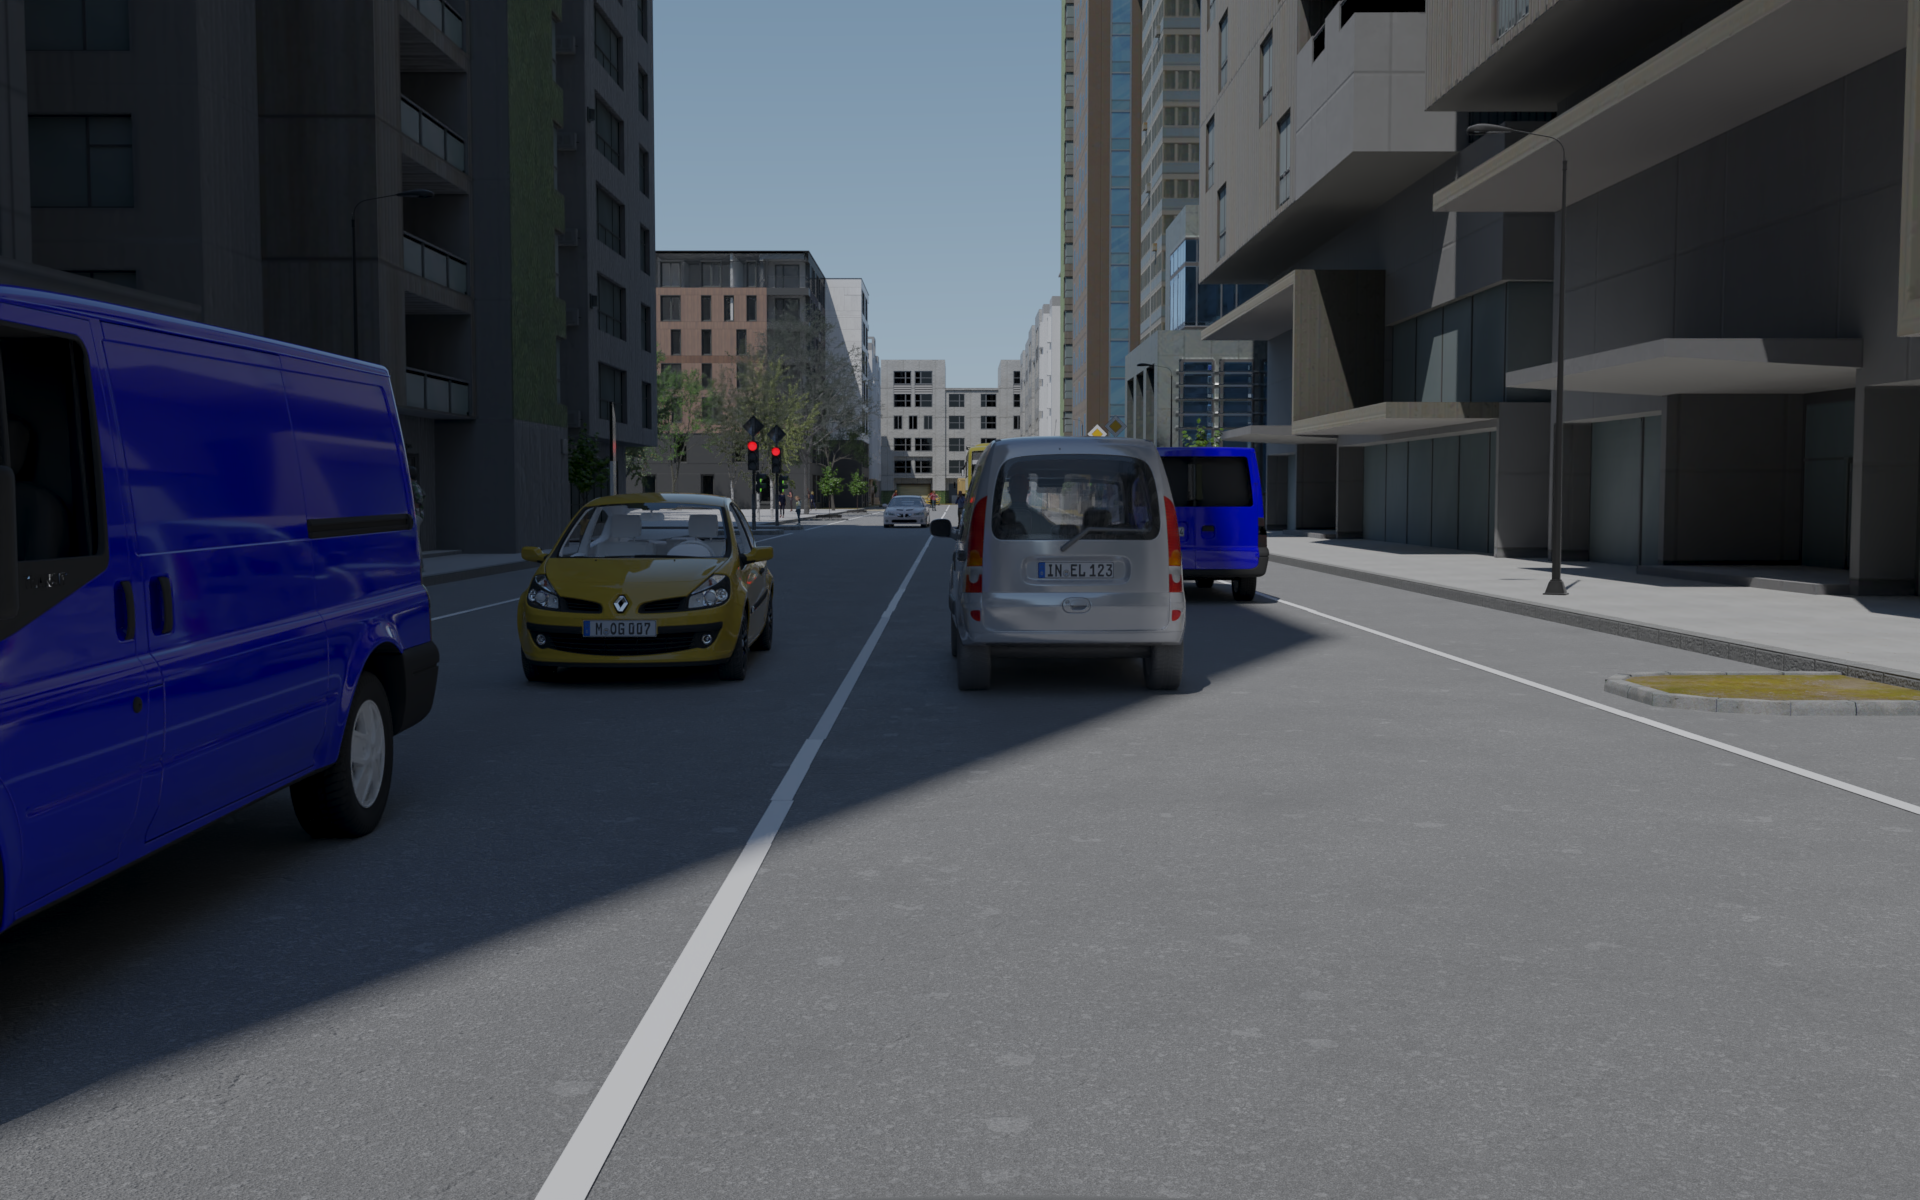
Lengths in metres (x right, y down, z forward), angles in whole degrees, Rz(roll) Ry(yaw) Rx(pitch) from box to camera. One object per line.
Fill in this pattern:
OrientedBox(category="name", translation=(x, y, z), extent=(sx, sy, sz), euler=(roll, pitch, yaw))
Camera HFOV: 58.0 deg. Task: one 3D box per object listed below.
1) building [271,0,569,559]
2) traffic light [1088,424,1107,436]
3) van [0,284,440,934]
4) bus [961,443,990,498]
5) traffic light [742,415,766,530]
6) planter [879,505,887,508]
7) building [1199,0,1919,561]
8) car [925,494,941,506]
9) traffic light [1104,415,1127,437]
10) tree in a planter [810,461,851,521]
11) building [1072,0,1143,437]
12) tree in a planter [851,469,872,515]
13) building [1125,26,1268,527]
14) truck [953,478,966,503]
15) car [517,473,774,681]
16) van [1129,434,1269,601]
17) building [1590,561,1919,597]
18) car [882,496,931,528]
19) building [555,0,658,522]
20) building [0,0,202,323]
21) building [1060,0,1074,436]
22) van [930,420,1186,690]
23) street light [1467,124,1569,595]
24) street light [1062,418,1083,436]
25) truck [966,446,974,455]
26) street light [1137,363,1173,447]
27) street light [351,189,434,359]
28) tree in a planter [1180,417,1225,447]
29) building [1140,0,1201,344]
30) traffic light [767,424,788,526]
OrientedBox(category="building", translation=(-16.550, -21.444, 34.213), extent=(14.154, 41.232, 14.086), euler=(0, 4, 0))
OrientedBox(category="traffic light", translation=(5.500, -4.945, 69.778), extent=(0.839, 4.253, 0.868), euler=(0, 4, 0))
OrientedBox(category="van", translation=(-3.351, -0.073, 5.585), extent=(2.240, 2.365, 5.245), euler=(0, 4, -2))
OrientedBox(category="bus", translation=(1.566, -5.594, 83.001), extent=(2.896, 3.916, 12.252), euler=(0, 4, 0))
OrientedBox(category="traffic light", translation=(-7.342, -4.454, 61.746), extent=(0.839, 4.253, 0.868), euler=(0, 4, 0))
OrientedBox(category="planter", translation=(-7.328, -9.239, 172.192), extent=(1.991, 0.319, 1.994), euler=(0, 4, 0))
OrientedBox(category="building", translation=(21.817, -27.992, 46.913), extent=(28.713, 52.752, 27.495), euler=(0, 4, 0))
OrientedBox(category="car", translation=(-3.384, -12.694, 217.767), extent=(2.015, 1.641, 3.980), euler=(0, 4, -1))
OrientedBox(category="traffic light", translation=(5.519, -4.457, 61.793), extent=(0.839, 4.253, 0.868), euler=(0, 4, 0))
OrientedBox(category="tree in a planter", translation=(-7.136, -5.957, 94.613), extent=(1.991, 3.239, 1.994), euler=(0, 4, 0))
OrientedBox(category="building", translation=(15.341, -28.847, 121.761), extent=(14.600, 45.320, 14.200), euler=(0, 4, 0))
OrientedBox(category="tree in a planter", translation=(-7.209, -7.605, 121.556), extent=(1.991, 3.239, 1.994), euler=(0, 4, 0))
OrientedBox(category="building", translation=(23.228, -46.747, 76.985), extent=(31.000, 86.520, 22.319), euler=(0, 4, 0))
OrientedBox(category="truck", translation=(1.050, -13.091, 209.957), extent=(3.469, 3.379, 9.791), euler=(0, 4, -2))
OrientedBox(category="car", translation=(-2.527, -0.261, 14.487), extent=(2.015, 1.641, 3.980), euler=(0, 4, -2))
OrientedBox(category="van", translation=(2.989, -1.251, 24.836), extent=(2.240, 2.365, 5.245), euler=(0, 4, -1))
OrientedBox(category="building", translation=(22.377, -26.310, 19.413), extent=(28.713, 52.752, 27.495), euler=(0, 4, 0))
OrientedBox(category="car", translation=(-2.283, -3.828, 74.943), extent=(2.083, 1.381, 4.827), euler=(0, 4, 1))
OrientedBox(category="building", translation=(-17.112, -17.255, 53.818), extent=(14.107, 30.474, 14.160), euler=(0, 4, 0))
OrientedBox(category="building", translation=(-20.033, -35.335, 15.974), extent=(20.563, 71.187, 20.611), euler=(0, 4, 0))
OrientedBox(category="building", translation=(14.856, -27.721, 136.839), extent=(14.154, 41.232, 14.086), euler=(0, 4, 0))
OrientedBox(category="van", translation=(0.763, -0.428, 14.018), extent=(2.013, 2.044, 4.112), euler=(0, 4, -1))
OrientedBox(category="street light", translation=(7.059, -3.020, 21.916), extent=(1.470, 5.913, 1.316), euler=(0, 4, 0))
OrientedBox(category="street light", translation=(6.887, -8.115, 105.222), extent=(1.470, 5.913, 1.316), euler=(0, 4, 0))
OrientedBox(category="truck", translation=(1.743, -7.160, 105.980), extent=(2.839, 4.237, 11.283), euler=(0, 4, 2))
OrientedBox(category="street light", translation=(6.963, -5.444, 61.555), extent=(1.470, 5.913, 1.316), euler=(0, 4, 0))
OrientedBox(category="street light", translation=(-8.716, -3.305, 26.572), extent=(1.470, 5.913, 1.316), euler=(0, 4, 0))
OrientedBox(category="tree in a planter", translation=(5.607, -2.634, 40.288), extent=(1.991, 3.239, 1.994), euler=(0, 4, 0))
OrientedBox(category="building", translation=(23.692, -25.137, 102.877), extent=(32.217, 40.220, 23.993), euler=(0, 4, 0))
OrientedBox(category="traffic light", translation=(-7.361, -4.943, 69.731), extent=(0.839, 4.253, 0.868), euler=(0, 4, 0))
